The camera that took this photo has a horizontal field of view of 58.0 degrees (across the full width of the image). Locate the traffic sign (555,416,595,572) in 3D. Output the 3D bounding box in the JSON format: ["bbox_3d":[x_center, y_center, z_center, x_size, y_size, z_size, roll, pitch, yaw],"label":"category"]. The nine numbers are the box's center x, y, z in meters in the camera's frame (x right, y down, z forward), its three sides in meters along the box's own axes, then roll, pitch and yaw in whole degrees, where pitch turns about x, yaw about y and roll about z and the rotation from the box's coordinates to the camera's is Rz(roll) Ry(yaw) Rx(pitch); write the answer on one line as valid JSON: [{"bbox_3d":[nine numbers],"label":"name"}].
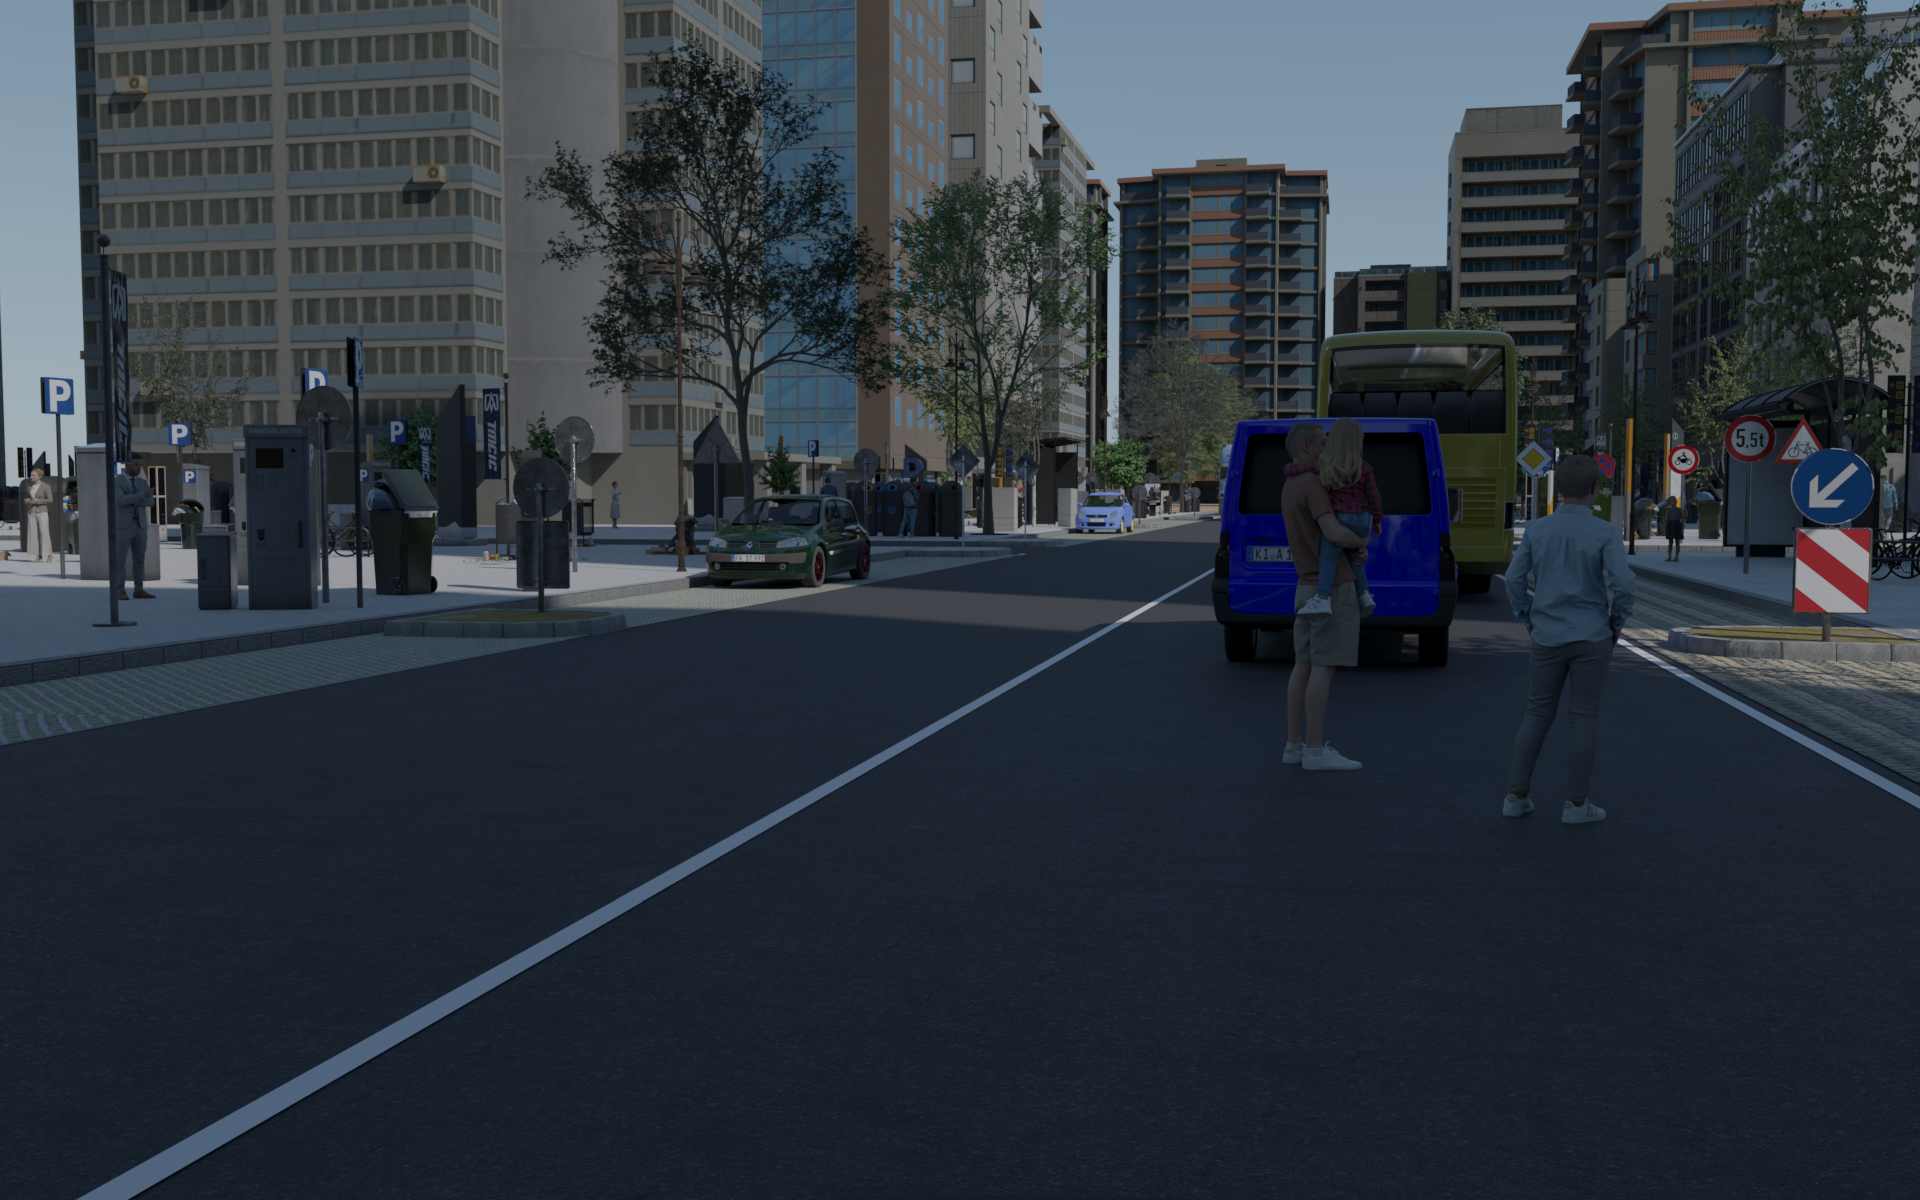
[{"bbox_3d":[-6.308,-1.724,28.297,0.768,2.556,0.104,1,4,22],"label":"traffic sign"}]

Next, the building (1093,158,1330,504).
[{"bbox_3d":[33.878,-35.134,229.068,28.867,44.769,22.147,1,4,13],"label":"building"}]

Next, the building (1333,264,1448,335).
[{"bbox_3d":[54.555,-27.480,221.003,14.107,30.474,14.160,1,4,13],"label":"building"}]

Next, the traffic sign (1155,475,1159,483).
[{"bbox_3d":[12.732,-6.992,114.425,0.768,2.556,0.104,1,4,22],"label":"traffic sign"}]

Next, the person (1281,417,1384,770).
[{"bbox_3d":[1.918,-0.038,9.092,0.580,1.828,0.573,2,4,35],"label":"person"}]

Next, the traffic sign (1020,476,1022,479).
[{"bbox_3d":[2.939,-4.609,75.465,0.768,2.556,0.104,1,4,22],"label":"traffic sign"}]

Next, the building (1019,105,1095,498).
[{"bbox_3d":[0.119,-29.366,172.019,23.993,40.220,32.217,1,4,13],"label":"building"}]

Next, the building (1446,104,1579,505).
[{"bbox_3d":[72.521,-36.408,218.978,21.600,48.544,21.300,1,4,13],"label":"building"}]

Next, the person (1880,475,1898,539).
[{"bbox_3d":[26.778,-2.710,50.216,0.748,1.841,0.638,-3,5,-44],"label":"person"}]

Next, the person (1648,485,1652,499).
[{"bbox_3d":[42.974,-6.255,108.283,0.573,1.828,0.580,-2,4,-25],"label":"person"}]

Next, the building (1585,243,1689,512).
[{"bbox_3d":[63.882,-17.483,130.887,27.650,21.520,28.899,1,4,13],"label":"building"}]

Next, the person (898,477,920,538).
[{"bbox_3d":[-1.440,-2.677,50.166,0.623,1.781,0.721,2,4,31],"label":"person"}]

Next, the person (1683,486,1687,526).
[{"bbox_3d":[28.954,-3.765,69.410,0.330,1.601,0.589,1,4,9],"label":"person"}]

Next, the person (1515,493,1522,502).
[{"bbox_3d":[45.431,-8.261,141.831,1.217,1.735,0.721,-1,4,-9],"label":"person"}]

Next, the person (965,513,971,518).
[{"bbox_3d":[-0.104,-3.197,63.816,0.738,1.151,1.012,-1,4,-23],"label":"person"}]

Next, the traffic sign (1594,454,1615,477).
[{"bbox_3d":[20.490,-3.376,55.310,0.768,2.556,0.104,1,4,17],"label":"traffic sign"}]

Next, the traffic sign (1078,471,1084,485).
[{"bbox_3d":[6.551,-5.898,96.539,0.768,2.556,0.104,1,4,20],"label":"traffic sign"}]

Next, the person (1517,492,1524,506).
[{"bbox_3d":[58.453,-10.634,179.999,0.705,1.812,1.348,-1,4,-21],"label":"person"}]

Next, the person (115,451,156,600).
[{"bbox_3d":[-10.051,-0.909,21.090,0.466,1.800,0.511,1,4,18],"label":"person"}]

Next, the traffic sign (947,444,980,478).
[{"bbox_3d":[0.066,-2.335,40.370,0.795,2.593,0.064,1,4,13],"label":"traffic sign"}]

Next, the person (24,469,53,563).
[{"bbox_3d":[-17.309,-1.583,32.480,0.519,1.759,0.362,1,4,9],"label":"person"}]

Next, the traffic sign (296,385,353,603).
[{"bbox_3d":[-7.474,-1.237,20.337,0.768,2.556,0.104,1,4,16],"label":"traffic sign"}]

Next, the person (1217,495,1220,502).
[{"bbox_3d":[23.385,-9.159,155.790,0.705,1.824,1.348,-1,4,-9],"label":"person"}]

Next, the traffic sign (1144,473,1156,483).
[{"bbox_3d":[11.249,-6.274,102.677,0.768,2.556,0.104,1,4,19],"label":"traffic sign"}]

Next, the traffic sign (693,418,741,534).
[{"bbox_3d":[-4.195,-1.823,29.816,0.884,2.594,0.081,1,4,16],"label":"traffic sign"}]

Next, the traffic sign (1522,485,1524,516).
[{"bbox_3d":[31.442,-5.910,96.726,0.768,2.556,0.104,1,4,22],"label":"traffic sign"}]

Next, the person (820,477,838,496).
[{"bbox_3d":[-3.951,-2.831,52.512,0.721,1.800,0.419,-2,4,-28],"label":"person"}]

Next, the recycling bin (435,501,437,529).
[{"bbox_3d":[-19.440,-3.180,64.550,0.722,1.027,0.722,-1,4,-21],"label":"recycling bin"}]

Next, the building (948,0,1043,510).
[{"bbox_3d":[-8.382,-33.733,140.766,28.713,52.752,27.495,1,4,13],"label":"building"}]

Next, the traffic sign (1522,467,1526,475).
[{"bbox_3d":[18.878,-3.479,56.981,0.768,2.556,0.104,1,4,22],"label":"traffic sign"}]

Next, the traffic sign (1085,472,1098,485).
[{"bbox_3d":[7.441,-5.989,98.027,0.768,2.556,0.104,1,4,19],"label":"traffic sign"}]

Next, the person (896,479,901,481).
[{"bbox_3d":[-2.176,-3.278,59.823,0.473,1.802,0.592,-1,4,-14],"label":"person"}]

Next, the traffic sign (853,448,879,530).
[{"bbox_3d":[-2.613,-2.932,48.047,0.768,2.556,0.104,1,4,19],"label":"traffic sign"}]

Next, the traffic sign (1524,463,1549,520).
[{"bbox_3d":[17.670,-3.246,53.174,0.768,2.556,0.104,1,4,13],"label":"traffic sign"}]

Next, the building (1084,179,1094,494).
[{"bbox_3d":[5.559,-35.514,235.286,28.867,44.769,22.147,1,4,13],"label":"building"}]

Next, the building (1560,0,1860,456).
[{"bbox_3d":[67.545,-30.843,158.899,22.147,44.769,28.867,1,4,13],"label":"building"}]

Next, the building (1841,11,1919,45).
[{"bbox_3d":[111.231,-40.898,210.681,28.212,58.520,21.231,1,4,13],"label":"building"}]

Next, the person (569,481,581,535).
[{"bbox_3d":[-11.808,-2.838,52.317,0.818,1.842,0.514,-2,4,-24],"label":"person"}]

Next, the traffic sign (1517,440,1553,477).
[{"bbox_3d":[12.451,-2.165,37.593,0.795,2.593,0.064,1,4,13],"label":"traffic sign"}]

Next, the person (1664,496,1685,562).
[{"bbox_3d":[13.510,-1.348,32.756,0.362,1.253,0.373,3,5,39],"label":"person"}]

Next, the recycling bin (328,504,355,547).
[{"bbox_3d":[-15.145,-1.842,42.676,0.722,1.027,0.722,-2,4,-27],"label":"recycling bin"}]

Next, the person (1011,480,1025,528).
[{"bbox_3d":[2.163,-3.659,65.842,0.580,1.828,0.573,1,4,15],"label":"person"}]

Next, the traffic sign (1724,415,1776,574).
[{"bbox_3d":[12.687,-1.699,27.877,0.768,2.556,0.104,1,4,19],"label":"traffic sign"}]

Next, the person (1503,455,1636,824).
[{"bbox_3d":[2.679,0.167,7.588,0.330,1.601,0.589,-3,5,-43],"label":"person"}]

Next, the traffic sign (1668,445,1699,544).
[{"bbox_3d":[18.700,-2.736,44.842,0.768,2.556,0.104,1,4,13],"label":"traffic sign"}]

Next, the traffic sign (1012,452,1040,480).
[{"bbox_3d":[1.807,-2.812,48.164,0.795,2.593,0.064,1,4,13],"label":"traffic sign"}]

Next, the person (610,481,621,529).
[{"bbox_3d":[-12.753,-3.536,64.426,0.524,1.755,0.480,1,4,13],"label":"person"}]

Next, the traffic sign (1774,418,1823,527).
[{"bbox_3d":[14.451,-1.820,29.754,0.884,2.594,0.081,1,4,18],"label":"traffic sign"}]

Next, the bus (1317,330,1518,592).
[{"bbox_3d":[7.278,-2.248,28.309,2.896,3.916,12.252,1,4,13],"label":"bus"}]
